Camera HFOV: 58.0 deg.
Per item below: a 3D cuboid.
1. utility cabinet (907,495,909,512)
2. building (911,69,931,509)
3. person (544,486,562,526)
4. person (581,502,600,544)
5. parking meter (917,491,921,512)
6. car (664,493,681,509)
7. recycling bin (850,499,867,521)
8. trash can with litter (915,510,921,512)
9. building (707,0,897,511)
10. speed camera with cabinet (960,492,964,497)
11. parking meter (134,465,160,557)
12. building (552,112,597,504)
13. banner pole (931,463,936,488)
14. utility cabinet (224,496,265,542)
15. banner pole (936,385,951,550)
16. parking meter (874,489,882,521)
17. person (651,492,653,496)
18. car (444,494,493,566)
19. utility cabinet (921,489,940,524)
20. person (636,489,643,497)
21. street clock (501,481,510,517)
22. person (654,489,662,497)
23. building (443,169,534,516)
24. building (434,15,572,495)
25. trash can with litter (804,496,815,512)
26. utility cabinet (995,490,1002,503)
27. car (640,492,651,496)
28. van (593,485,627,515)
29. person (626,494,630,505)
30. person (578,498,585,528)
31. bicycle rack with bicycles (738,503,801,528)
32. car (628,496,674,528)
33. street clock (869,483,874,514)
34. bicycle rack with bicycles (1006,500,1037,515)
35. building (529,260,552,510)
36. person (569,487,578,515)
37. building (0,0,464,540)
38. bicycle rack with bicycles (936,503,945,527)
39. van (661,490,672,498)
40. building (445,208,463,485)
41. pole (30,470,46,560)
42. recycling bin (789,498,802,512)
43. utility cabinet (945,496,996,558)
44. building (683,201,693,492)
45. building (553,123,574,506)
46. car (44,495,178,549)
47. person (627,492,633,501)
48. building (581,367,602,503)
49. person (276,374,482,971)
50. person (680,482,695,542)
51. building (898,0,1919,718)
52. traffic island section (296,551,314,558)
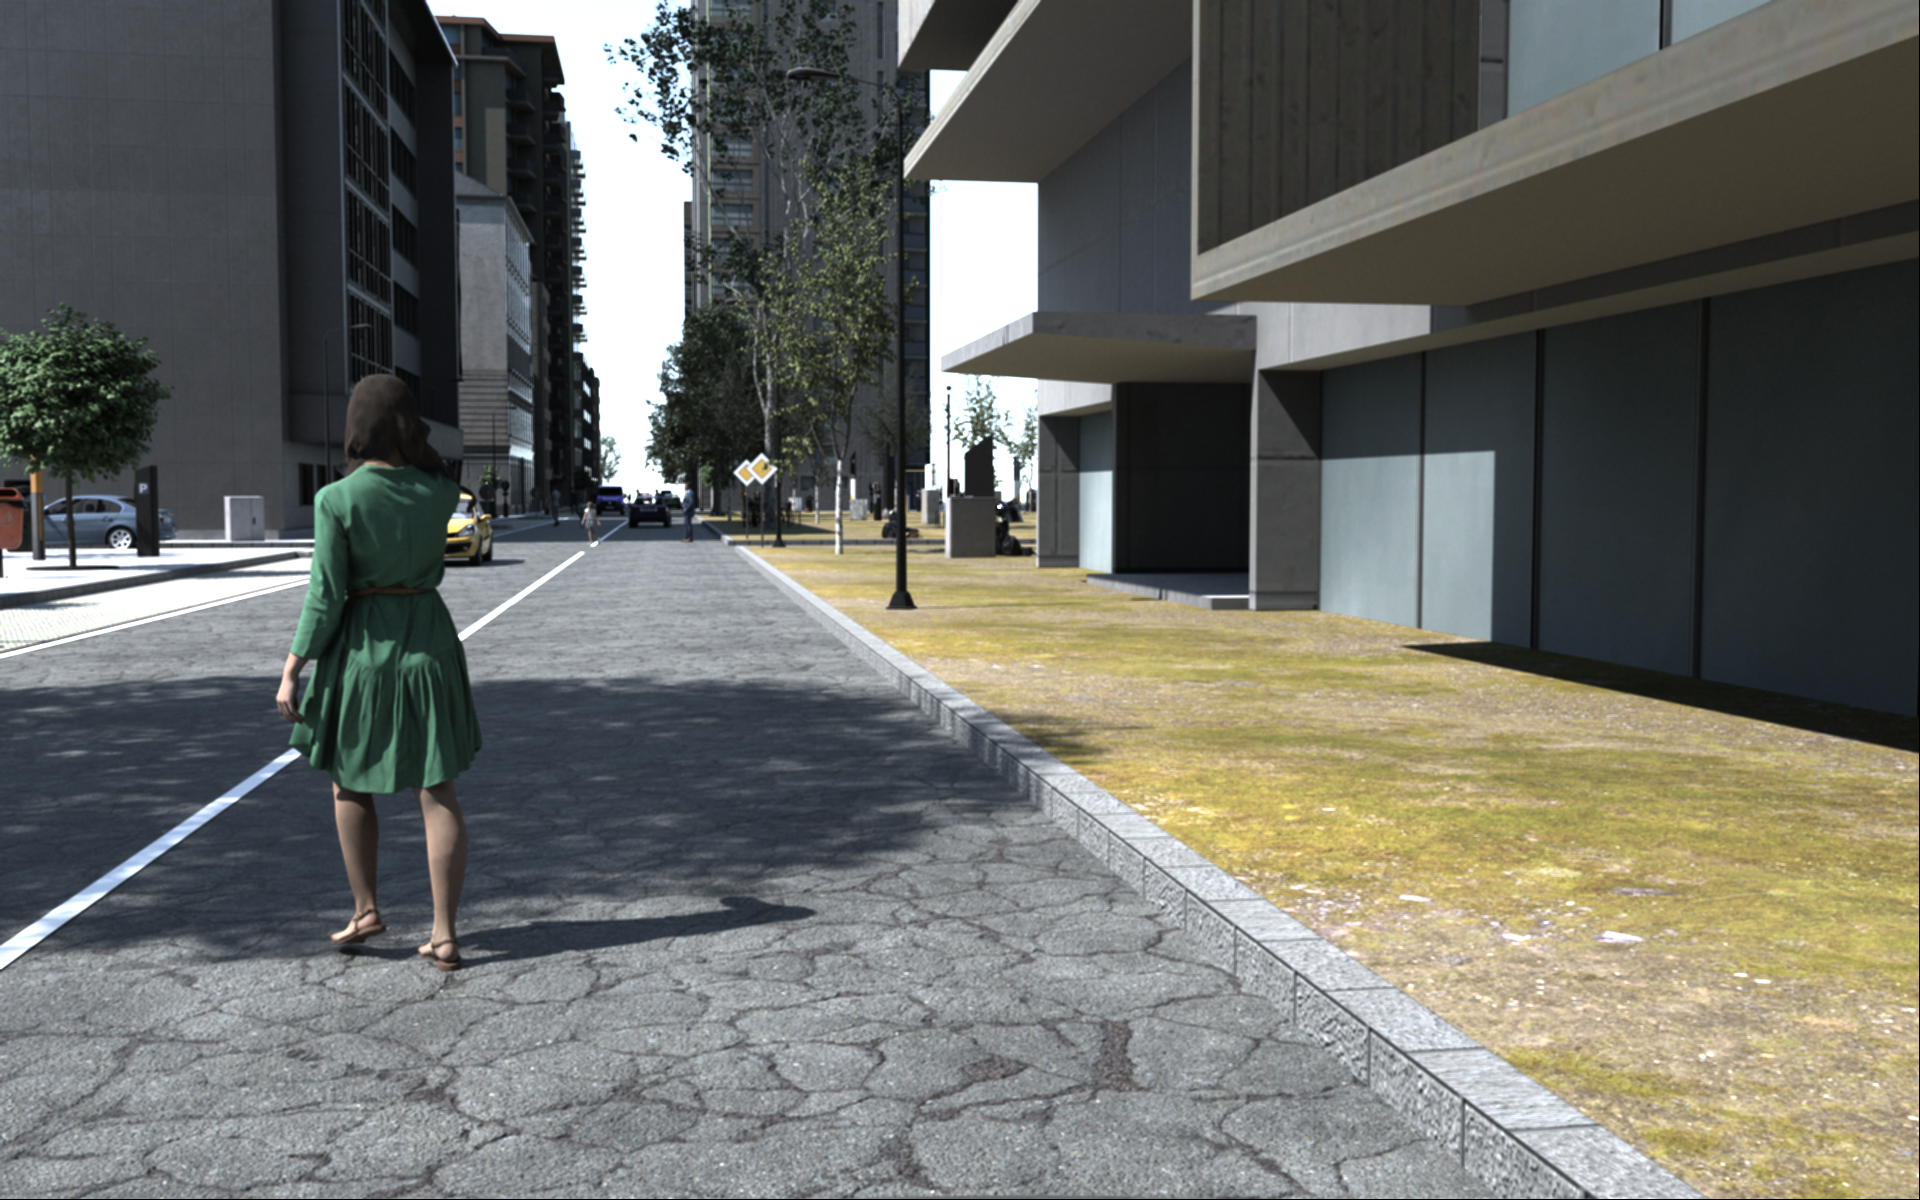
[{"bbox_3d":[-3.776,-6.849,123.149,0.306,1.237,1.020,0,4,-6],"label":"utility cabinet"},{"bbox_3d":[-13.366,-37.613,156.966,21.231,58.520,28.212,-1,4,-10],"label":"building"},{"bbox_3d":[-18.251,-4.241,77.955,0.853,1.813,0.709,2,4,32],"label":"person"},{"bbox_3d":[-10.512,-2.188,49.293,0.505,1.210,0.382,-3,5,-43],"label":"person"},{"bbox_3d":[-2.962,-7.184,125.861,0.372,1.533,0.369,0,3,0],"label":"parking meter"},{"bbox_3d":[-28.099,-9.770,168.539,1.959,1.807,4.718,-1,4,-11],"label":"car"},{"bbox_3d":[-4.920,-4.371,84.013,0.722,1.027,0.722,1,4,9],"label":"recycling bin"},{"bbox_3d":[-2.342,-6.925,124.285,1.678,1.210,2.233,-3,5,-41],"label":"trash can with litter"},{"bbox_3d":[-12.615,-27.647,135.623,14.154,41.232,14.086,-1,4,-10],"label":"building"},{"bbox_3d":[0.360,-7.209,112.197,2.038,3.252,0.660,-1,4,-22],"label":"speed camera with cabinet"},{"bbox_3d":[-16.655,-1.820,35.461,0.399,1.863,0.255,0,4,4],"label":"parking meter"},{"bbox_3d":[-58.260,-36.553,217.243,23.786,49.044,30.456,-1,4,-10],"label":"building"},{"bbox_3d":[-1.760,-8.065,121.882,0.401,3.779,0.863,-3,5,-40],"label":"banner pole"},{"bbox_3d":[-19.437,-2.197,47.078,0.306,1.237,1.020,2,4,34],"label":"utility cabinet"},{"bbox_3d":[-0.272,-3.065,40.135,0.401,3.779,0.863,0,4,-3],"label":"banner pole"},{"bbox_3d":[-3.952,-4.578,83.261,0.372,1.533,0.369,0,3,0],"label":"parking meter"},{"bbox_3d":[-45.797,-15.150,256.925,0.721,1.743,1.217,0,4,-1],"label":"person"},{"bbox_3d":[-10.615,-1.551,35.587,2.015,1.641,3.980,-1,4,-10],"label":"car"},{"bbox_3d":[-1.241,-3.973,73.644,0.318,1.500,1.173,2,4,26],"label":"utility cabinet"},{"bbox_3d":[-21.831,-6.661,117.762,0.721,1.781,0.623,-2,4,-32],"label":"person"},{"bbox_3d":[-25.289,-5.614,96.363,0.471,2.002,0.358,3,4,38],"label":"street clock"},{"bbox_3d":[-20.015,-6.481,114.816,0.623,1.781,0.721,0,4,5],"label":"person"},{"bbox_3d":[-32.407,-15.887,108.902,9.793,20.994,18.267,-1,4,-10],"label":"building"},{"bbox_3d":[-48.322,-31.031,161.985,22.147,44.769,28.867,-1,4,-10],"label":"building"},{"bbox_3d":[-10.582,-6.740,121.584,0.624,1.170,1.055,1,4,10],"label":"trash can with litter"},{"bbox_3d":[1.816,-5.365,96.403,1.173,1.500,0.318,-3,5,-41],"label":"utility cabinet"},{"bbox_3d":[-50.418,-16.409,276.963,2.281,1.827,5.304,-1,4,-11],"label":"car"},{"bbox_3d":[-24.156,-7.055,119.738,2.240,2.365,5.245,-1,4,-10],"label":"van"},{"bbox_3d":[-44.376,-13.448,231.636,0.557,1.426,1.065,1,4,14],"label":"person"},{"bbox_3d":[-16.007,-3.679,73.342,0.352,1.250,0.332,0,4,8],"label":"person"},{"bbox_3d":[-7.441,-3.280,67.005,2.852,0.926,2.925,1,4,10],"label":"bicycle rack with bicycles"},{"bbox_3d":[-13.422,-3.824,75.106,1.945,1.354,3.894,0,4,-8],"label":"car"},{"bbox_3d":[-5.810,-6.681,113.803,0.358,2.002,0.471,1,4,13],"label":"street clock"},{"bbox_3d":[3.320,-5.794,108.119,2.852,0.926,2.925,-2,4,-35],"label":"bicycle rack with bicycles"},{"bbox_3d":[-46.687,-17.649,133.594,27.650,21.520,28.899,-1,4,-10],"label":"building"},{"bbox_3d":[-26.838,-6.878,120.312,0.648,1.900,0.474,0,4,1],"label":"person"},{"bbox_3d":[-26.749,-14.819,61.363,14.314,24.678,30.058,-1,4,-10],"label":"building"},{"bbox_3d":[0.113,-3.392,68.845,2.852,0.926,2.925,0,4,-3],"label":"bicycle rack with bicycles"},{"bbox_3d":[-46.031,-16.327,271.324,2.240,2.365,5.245,-1,4,-10],"label":"van"},{"bbox_3d":[-33.355,-13.300,84.902,16.820,18.784,16.811,-1,4,-10],"label":"building"},{"bbox_3d":[-17.848,-2.424,33.469,0.158,3.312,0.155,0,3,0],"label":"pole"},{"bbox_3d":[-11.795,-6.818,124.033,0.722,1.027,0.722,1,4,20],"label":"recycling bin"},{"bbox_3d":[0.209,-1.457,34.976,1.020,1.237,0.306,-2,4,-25],"label":"utility cabinet"},{"bbox_3d":[-31.788,-34.298,244.359,14.154,41.232,14.086,-1,4,-10],"label":"building"},{"bbox_3d":[-48.929,-30.634,184.464,14.154,41.232,14.086,-1,4,-10],"label":"building"},{"bbox_3d":[-22.194,-1.934,43.623,4.499,1.417,2.014,-1,4,-8],"label":"car"},{"bbox_3d":[-50.290,-15.577,263.898,0.721,1.735,1.217,2,4,32],"label":"person"},{"bbox_3d":[-65.885,-24.600,247.242,27.650,21.520,28.899,-1,4,-10],"label":"building"},{"bbox_3d":[-1.742,0.211,5.297,0.529,1.795,0.600,3,5,40],"label":"person"},{"bbox_3d":[-8.126,-2.639,51.833,0.419,1.800,0.721,-1,4,-21],"label":"person"},{"bbox_3d":[14.293,-26.250,18.431,28.713,52.752,27.495,-1,4,-10],"label":"building"},{"bbox_3d":[-14.042,-1.090,40.106,2.009,0.180,2.903,-1,4,-10],"label":"traffic island section"}]
